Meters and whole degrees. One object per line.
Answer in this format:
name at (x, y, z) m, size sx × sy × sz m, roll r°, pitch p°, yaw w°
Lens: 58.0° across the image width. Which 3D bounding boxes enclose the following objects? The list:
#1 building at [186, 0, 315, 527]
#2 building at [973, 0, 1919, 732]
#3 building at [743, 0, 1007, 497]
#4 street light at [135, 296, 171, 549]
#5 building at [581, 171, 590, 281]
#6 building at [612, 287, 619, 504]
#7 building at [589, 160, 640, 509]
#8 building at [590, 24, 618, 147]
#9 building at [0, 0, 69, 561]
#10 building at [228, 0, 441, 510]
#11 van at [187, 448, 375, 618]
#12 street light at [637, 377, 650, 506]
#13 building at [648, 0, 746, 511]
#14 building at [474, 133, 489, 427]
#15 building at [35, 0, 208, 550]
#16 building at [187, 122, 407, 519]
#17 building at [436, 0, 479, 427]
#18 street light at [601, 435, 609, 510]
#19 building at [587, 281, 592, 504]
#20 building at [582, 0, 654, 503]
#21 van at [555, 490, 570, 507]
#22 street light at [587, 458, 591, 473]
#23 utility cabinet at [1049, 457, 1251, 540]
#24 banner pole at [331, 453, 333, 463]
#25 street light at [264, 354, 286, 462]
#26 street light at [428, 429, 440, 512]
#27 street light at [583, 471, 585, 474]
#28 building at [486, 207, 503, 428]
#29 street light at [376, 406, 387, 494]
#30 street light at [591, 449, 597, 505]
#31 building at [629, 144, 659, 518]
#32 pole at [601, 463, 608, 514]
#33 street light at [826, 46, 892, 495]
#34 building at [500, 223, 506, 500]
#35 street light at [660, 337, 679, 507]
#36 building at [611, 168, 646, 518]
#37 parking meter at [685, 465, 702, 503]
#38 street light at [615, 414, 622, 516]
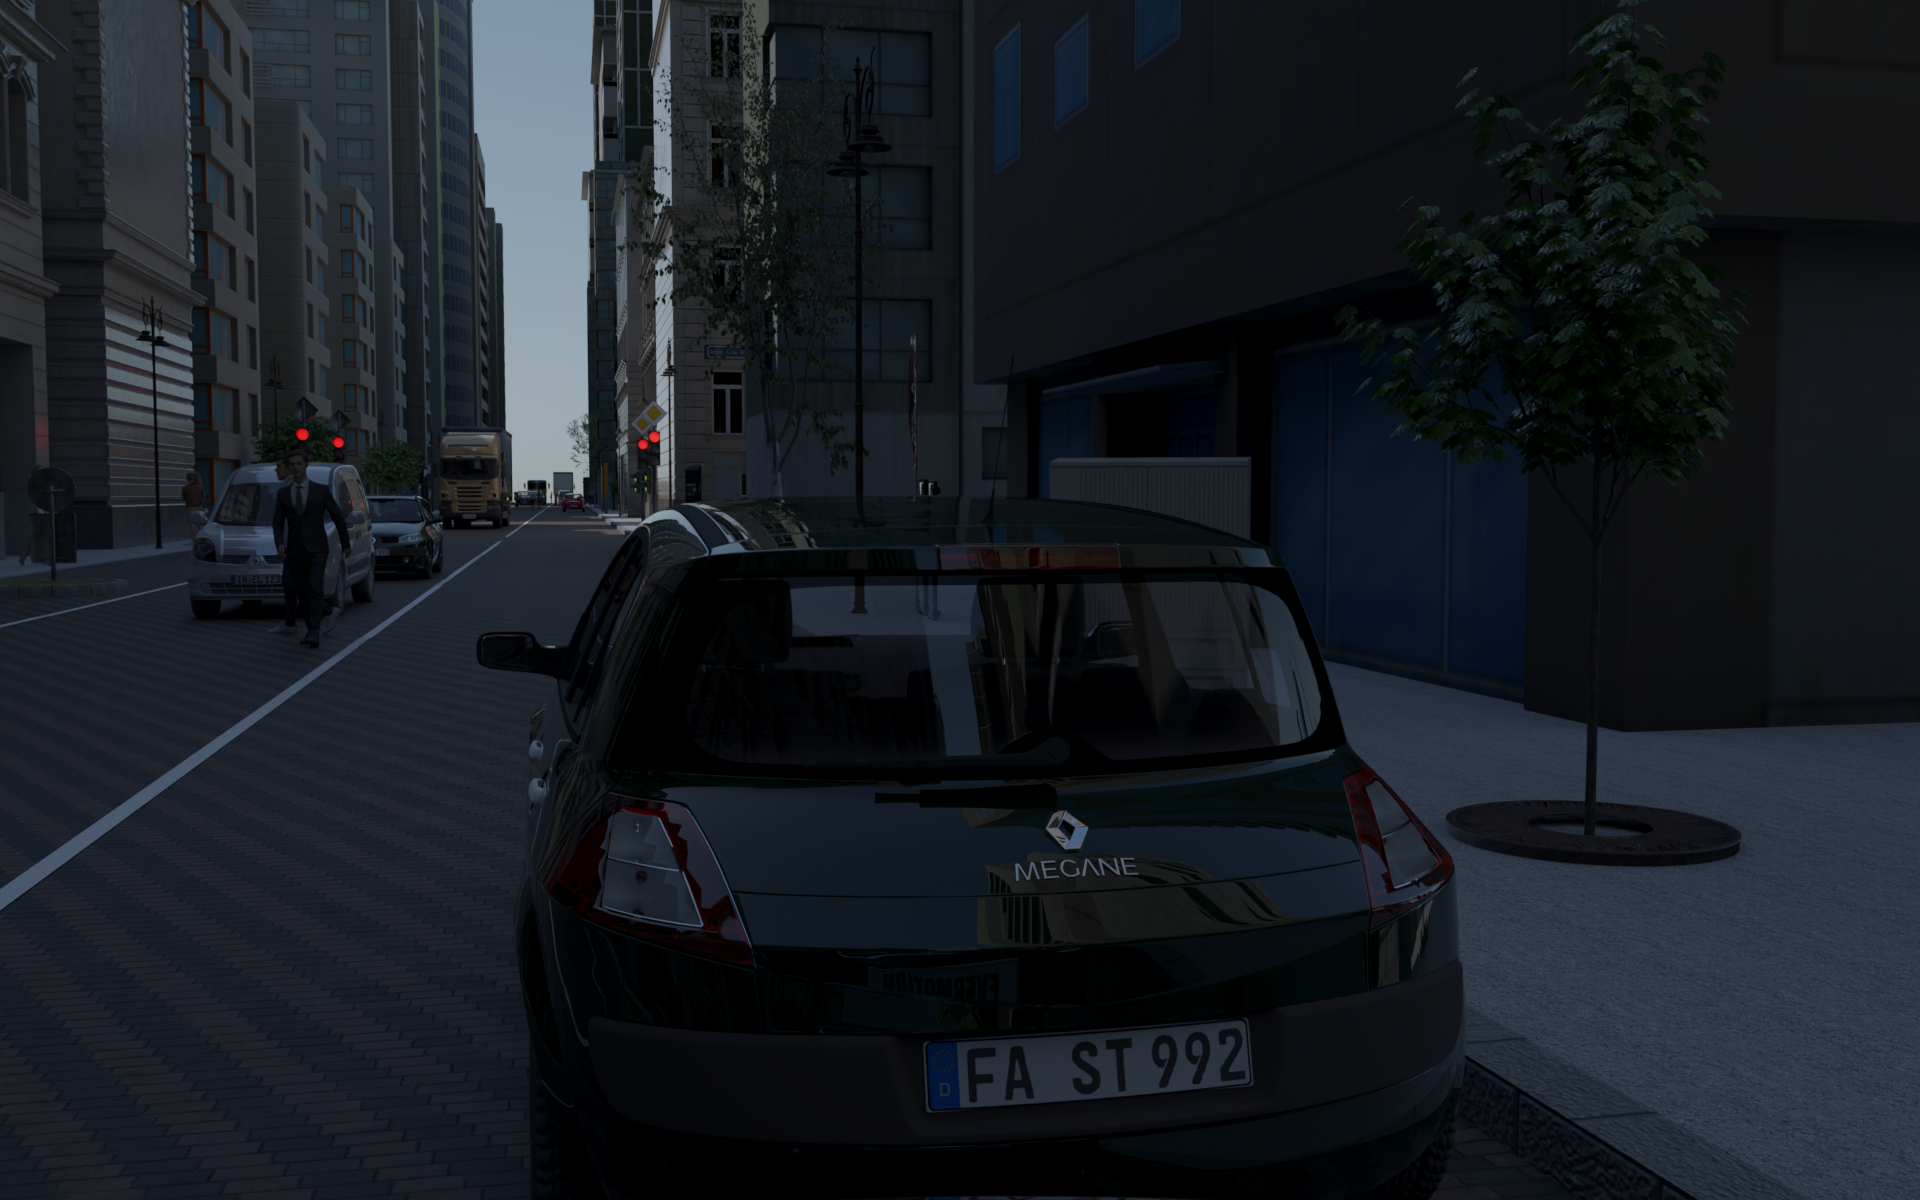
building at (-41.413, -13.656, 68.323) m, size 27.650 × 21.520 × 28.899 m, roll -1°, pitch 4°, yaw -13°
building at (8.475, -22.373, 15.904) m, size 14.600 × 45.320 × 14.200 m, roll -1°, pitch 4°, yaw -13°
building at (1.765, -16.420, 40.164) m, size 14.160 × 30.474 × 14.107 m, roll -1°, pitch 4°, yaw -13°
street light at (-18.861, -4.148, 40.608) m, size 0.468 × 5.910 × 1.993 m, roll -1°, pitch 4°, yaw -13°
building at (-45.478, -42.063, 276.965) m, size 28.713 × 52.752 × 27.495 m, roll -1°, pitch 4°, yaw -13°
building at (-16.840, -15.866, 126.854) m, size 16.820 × 18.784 × 16.811 m, roll -1°, pitch 4°, yaw -13°
building at (-25.280, -23.386, 154.057) m, size 14.160 × 30.474 × 14.107 m, roll -1°, pitch 4°, yaw -13°
building at (-26.679, -37.111, 196.006) m, size 28.713 × 52.752 × 27.495 m, roll -1°, pitch 4°, yaw -13°
building at (-22.997, -14.485, 24.214) m, size 14.401 × 28.519 × 23.554 m, roll -1°, pitch 4°, yaw -13°
building at (-48.133, -27.618, 135.150) m, size 14.154 × 41.232 × 14.086 m, roll -1°, pitch 4°, yaw -13°
van at (-8.353, -0.887, 21.517) m, size 2.013 × 2.044 × 4.112 m, roll -1°, pitch 4°, yaw -11°
street light at (-12.486, -5.842, 68.304) m, size 0.468 × 5.910 × 1.993 m, roll -1°, pitch 4°, yaw -13°
building at (0.588, -16.538, 67.653) m, size 25.104 × 27.353 × 12.463 m, roll -1°, pitch 4°, yaw -13°
building at (-71.284, -36.422, 219.196) m, size 21.300 × 48.544 × 21.600 m, roll -1°, pitch 4°, yaw -13°
building at (-29.674, -13.036, 42.012) m, size 19.941 × 23.489 × 11.050 m, roll -1°, pitch 4°, yaw -13°
building at (-50.499, -16.113, 108.494) m, size 27.650 × 21.520 × 28.899 m, roll -1°, pitch 4°, yaw -13°
building at (-61.485, -38.938, 178.637) m, size 21.231 × 58.520 × 28.212 m, roll -1°, pitch 4°, yaw -13°
street light at (-29.054, -10.300, 141.193) m, size 0.468 × 5.910 × 1.993 m, roll -1°, pitch 4°, yaw -13°
building at (-43.489, -28.380, 235.710) m, size 14.160 × 30.474 × 14.107 m, roll -1°, pitch 4°, yaw -13°
building at (-44.754, -49.767, 251.948) m, size 20.563 × 71.187 × 20.611 m, roll -1°, pitch 4°, yaw -13°
van at (-45.795, -11.829, 200.416) m, size 2.013 × 2.044 × 4.112 m, roll -1°, pitch 4°, yaw -15°
street light at (-43.878, -14.300, 206.587) m, size 0.468 × 5.910 × 1.993 m, roll -1°, pitch 4°, yaw -13°
utility cabinet at (1.134, -0.104, 10.383) m, size 1.173 × 1.500 × 0.318 m, roll 1°, pitch 4°, yaw 13°
banner pole at (-28.754, -5.479, 79.592) m, size 0.863 × 3.779 × 0.401 m, roll 0°, pitch 4°, yaw 5°
street light at (-22.615, -5.170, 57.316) m, size 0.468 × 5.910 × 1.993 m, roll -1°, pitch 4°, yaw -13°
street light at (-37.458, -9.181, 122.889) m, size 0.468 × 5.910 × 1.993 m, roll -1°, pitch 4°, yaw -13°
street light at (-55.117, -17.328, 256.095) m, size 0.468 × 5.910 × 1.993 m, roll -1°, pitch 4°, yaw -13°
building at (-71.235, -33.954, 238.745) m, size 14.154 × 41.232 × 14.086 m, roll -1°, pitch 4°, yaw -13°
street light at (-30.246, -7.210, 90.672) m, size 0.468 × 5.910 × 1.993 m, roll -1°, pitch 4°, yaw -13°
street light at (-36.533, -12.302, 173.928) m, size 0.468 × 5.910 × 1.993 m, roll -1°, pitch 4°, yaw -13°
building at (-10.529, -13.496, 85.280) m, size 10.561 × 19.102 × 19.286 m, roll -1°, pitch 4°, yaw -13°
pole at (-23.073, -7.277, 112.817) m, size 0.158 × 3.312 × 0.155 m, roll 0°, pitch 3°, yaw 0°
street light at (-1.081, -2.795, 18.485) m, size 0.468 × 5.910 × 1.993 m, roll -1°, pitch 4°, yaw -13°
building at (-73.811, -34.800, 252.579) m, size 14.154 × 41.232 × 14.086 m, roll -1°, pitch 4°, yaw -13°
street light at (-8.569, -4.793, 51.158) m, size 0.468 × 5.910 × 1.993 m, roll -1°, pitch 4°, yaw -13°
building at (-15.521, -15.551, 103.407) m, size 9.793 × 20.994 × 18.267 m, roll -1°, pitch 4°, yaw -13°
parking meter at (-5.376, -1.788, 34.948) m, size 0.255 × 1.863 × 0.399 m, roll 0°, pitch 4°, yaw 6°
street light at (-19.771, -7.812, 100.521) m, size 0.468 × 5.910 × 1.993 m, roll -1°, pitch 4°, yaw -13°
